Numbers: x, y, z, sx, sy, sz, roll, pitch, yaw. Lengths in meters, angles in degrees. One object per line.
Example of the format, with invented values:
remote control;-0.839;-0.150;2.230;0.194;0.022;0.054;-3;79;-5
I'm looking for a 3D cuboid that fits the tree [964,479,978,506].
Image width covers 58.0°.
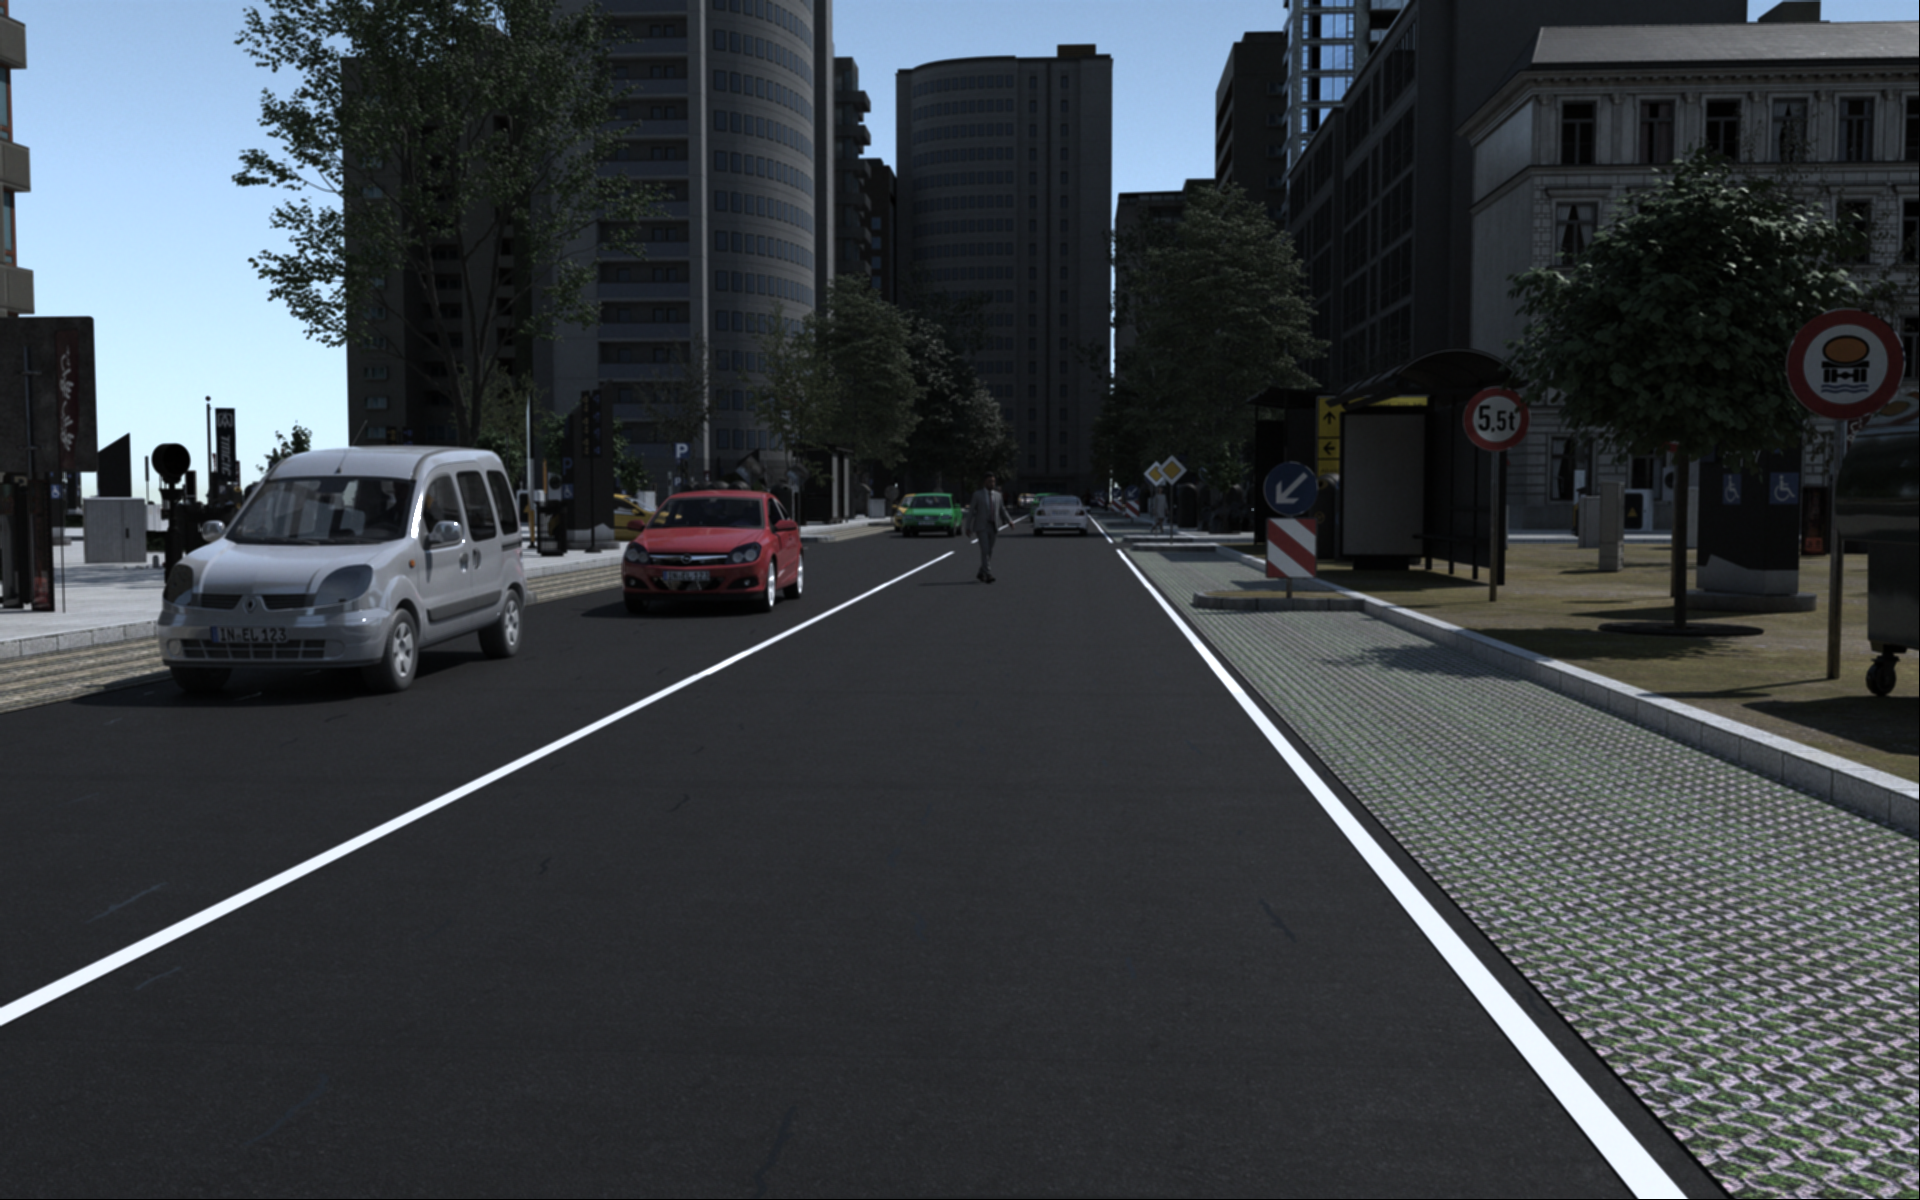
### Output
tree;1.241;-11.917;189.440;1.663;3.219;1.824;0;3;0

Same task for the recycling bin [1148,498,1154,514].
recycling bin;12.837;-6.207;114.039;0.722;1.027;0.722;2;4;29

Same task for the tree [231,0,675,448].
tree;-8.938;-6.451;31.233;9.928;11.665;9.643;0;3;0

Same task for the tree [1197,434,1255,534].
tree;8.395;-3.739;55.727;1.663;3.219;1.824;0;3;0

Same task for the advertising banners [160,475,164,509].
advertising banners;-54.823;-7.522;119.168;0.090;3.025;2.074;-1;4;-11

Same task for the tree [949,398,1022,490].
tree;2.463;-17.336;200.446;9.611;12.733;9.660;0;3;0

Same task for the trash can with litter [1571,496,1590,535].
trash can with litter;19.998;-2.646;54.318;2.233;1.210;1.678;-3;5;-40

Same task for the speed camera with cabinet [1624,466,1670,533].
speed camera with cabinet;22.764;-3.826;56.884;2.038;3.252;0.660;2;4;35

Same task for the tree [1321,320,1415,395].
tree;17.184;-7.467;72.454;4.360;8.622;3.978;0;3;0

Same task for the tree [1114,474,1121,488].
tree;16.761;-11.445;170.836;4.285;4.588;4.351;0;3;0

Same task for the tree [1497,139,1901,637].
tree;6.833;-1.980;16.082;4.285;4.588;4.351;0;3;0

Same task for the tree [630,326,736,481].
tree;-11.929;-7.646;75.378;4.360;8.622;3.978;0;3;0

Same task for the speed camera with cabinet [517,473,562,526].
speed camera with cabinet;-16.856;-4.623;69.926;2.038;3.252;0.660;1;4;13

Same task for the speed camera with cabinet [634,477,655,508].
speed camera with cabinet;-19.319;-6.745;104.612;0.660;3.252;2.038;2;4;32

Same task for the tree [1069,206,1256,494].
tree;13.504;-15.694;112.482;12.611;20.169;13.585;0;3;0

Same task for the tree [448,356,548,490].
tree;-25.531;-8.721;92.948;4.737;8.622;4.395;0;3;0

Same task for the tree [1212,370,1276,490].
tree;16.559;-9.140;99.795;4.360;8.622;3.978;0;3;0

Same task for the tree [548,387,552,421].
tree;-26.082;-9.263;101.817;4.737;8.622;4.395;0;3;0

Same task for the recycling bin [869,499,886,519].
recycling bin;-4.365;-4.807;91.149;0.722;1.027;0.722;-2;4;-24

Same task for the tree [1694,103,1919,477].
tree;15.750;-5.051;32.951;4.360;8.622;3.978;0;3;0

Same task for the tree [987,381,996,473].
tree;-3.488;-13.271;123.635;9.857;13.997;8.962;0;3;0

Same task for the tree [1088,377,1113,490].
tree;14.074;-13.312;135.773;7.486;12.596;7.792;0;3;0

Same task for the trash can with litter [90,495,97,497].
trash can with litter;-58.977;-6.596;118.908;1.678;1.210;2.233;3;5;43

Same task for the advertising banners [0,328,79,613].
advertising banners;-10.081;-1.391;18.932;2.074;3.025;0.090;3;4;39

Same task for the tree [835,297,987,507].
tree;-3.437;-12.531;111.542;9.857;13.997;8.962;0;3;0

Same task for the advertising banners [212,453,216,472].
advertising banners;-32.062;-4.824;75.056;0.090;3.025;2.074;0;4;-7

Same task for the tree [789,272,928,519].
tree;-5.262;-10.459;89.139;7.486;12.596;7.792;0;3;0

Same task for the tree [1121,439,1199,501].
tree;12.090;-7.076;99.405;4.285;4.588;4.351;0;3;0

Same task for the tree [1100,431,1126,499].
tree;17.958;-14.917;194.254;4.360;8.622;3.978;0;3;0

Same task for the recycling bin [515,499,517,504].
recycling bin;-21.918;-4.464;85.547;0.722;1.027;0.722;-1;4;-14

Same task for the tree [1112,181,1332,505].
tree;9.799;-8.886;63.414;7.486;12.596;7.792;0;3;0

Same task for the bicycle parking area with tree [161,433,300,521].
bicycle parking area with tree;-33.069;-5.850;82.653;9.016;4.147;8.231;-3;5;-42

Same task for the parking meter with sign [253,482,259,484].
parking meter with sign;-43.492;-6.804;107.512;1.738;3.016;0.543;0;4;-5

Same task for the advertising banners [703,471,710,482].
advertising banners;-18.074;-8.128;129.075;2.074;3.025;0.090;0;4;-6

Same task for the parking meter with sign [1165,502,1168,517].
parking meter with sign;12.162;-6.124;96.392;1.738;3.016;0.543;0;4;-6

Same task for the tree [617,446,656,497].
tree;-13.203;-4.641;70.484;1.663;3.219;1.824;0;3;0

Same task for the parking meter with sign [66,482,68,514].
parking meter with sign;-59.194;-7.210;114.145;1.738;3.016;0.543;2;4;26

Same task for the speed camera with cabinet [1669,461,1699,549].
speed camera with cabinet;17.556;-2.869;41.237;0.660;3.252;2.038;2;4;35

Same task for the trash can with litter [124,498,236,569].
trash can with litter;-13.192;-1.158;29.993;2.233;1.210;1.678;1;4;23

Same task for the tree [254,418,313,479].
tree;-16.918;-3.049;44.449;1.663;3.219;1.824;0;3;0

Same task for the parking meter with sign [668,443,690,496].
parking meter with sign;-9.730;-3.868;59.511;0.543;3.016;1.738;-1;4;-21

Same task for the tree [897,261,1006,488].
tree;-3.154;-17.601;143.670;12.611;20.169;13.585;0;3;0

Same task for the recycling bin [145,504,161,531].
recycling bin;-20.086;-1.828;42.444;0.722;1.027;0.722;0;4;2

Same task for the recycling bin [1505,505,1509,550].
recycling bin;12.220;-1.688;40.157;0.722;1.027;0.722;-1;4;-11

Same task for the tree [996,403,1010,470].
tree;0.285;-15.898;166.581;9.857;13.997;8.962;0;3;0

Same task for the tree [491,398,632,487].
tree;-12.891;-4.635;59.490;4.285;4.588;4.351;0;3;0

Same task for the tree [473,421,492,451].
tree;-21.034;-5.770;78.060;4.285;4.588;4.351;0;3;0

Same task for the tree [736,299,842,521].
tree;-6.321;-7.010;64.968;4.737;8.622;4.395;0;3;0
